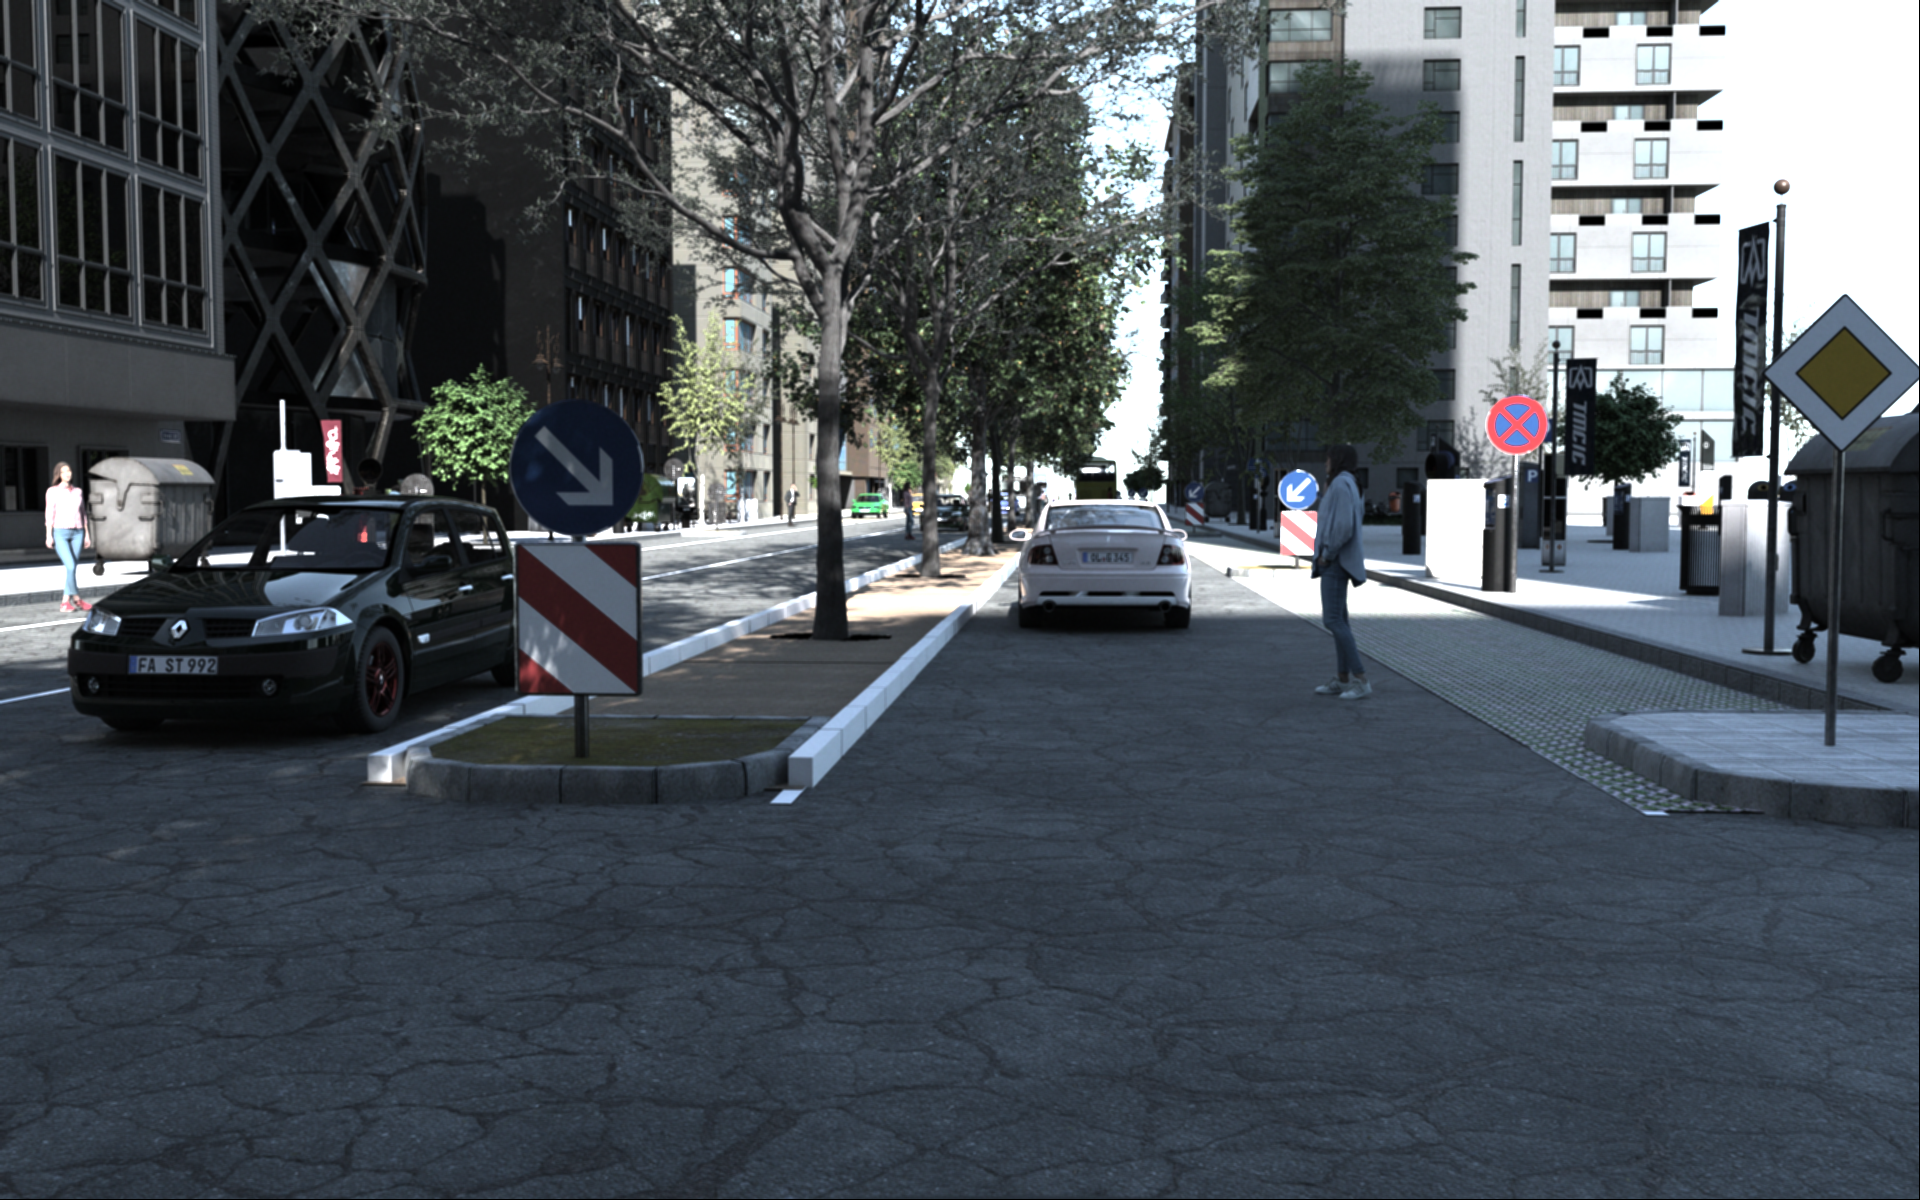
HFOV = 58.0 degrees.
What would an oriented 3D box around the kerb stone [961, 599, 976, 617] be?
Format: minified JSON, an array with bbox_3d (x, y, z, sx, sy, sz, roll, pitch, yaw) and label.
[{"bbox_3d":[0.069,0.125,20.176,0.120,0.150,1.000,0,4,4],"label":"kerb stone"}]

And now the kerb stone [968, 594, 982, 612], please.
[{"bbox_3d":[0.150,0.061,21.195,0.120,0.150,1.000,0,4,4],"label":"kerb stone"}]

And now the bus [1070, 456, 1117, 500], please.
[{"bbox_3d":[8.647,-7.371,112.068,2.896,3.916,12.252,0,4,3],"label":"bus"}]

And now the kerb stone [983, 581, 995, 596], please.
[{"bbox_3d":[0.370,-0.126,24.254,0.120,0.150,1.000,0,4,4],"label":"kerb stone"}]

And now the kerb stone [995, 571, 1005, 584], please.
[{"bbox_3d":[0.594,-0.313,27.311,0.120,0.150,1.000,0,4,4],"label":"kerb stone"}]

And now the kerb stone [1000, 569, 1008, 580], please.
[{"bbox_3d":[0.659,-0.375,28.331,0.120,0.150,1.000,0,4,4],"label":"kerb stone"}]

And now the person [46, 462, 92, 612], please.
[{"bbox_3d":[-10.897,-0.772,21.129,0.388,1.821,0.555,1,4,22],"label":"person"}]

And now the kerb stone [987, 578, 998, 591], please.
[{"bbox_3d":[0.435,-0.186,25.274,0.120,0.150,1.000,0,4,4],"label":"kerb stone"}]

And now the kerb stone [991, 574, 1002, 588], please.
[{"bbox_3d":[0.515,-0.251,26.292,0.120,0.150,1.000,0,4,4],"label":"kerb stone"}]

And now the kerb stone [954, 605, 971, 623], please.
[{"bbox_3d":[-0.002,0.186,19.157,0.120,0.150,1.000,0,4,4],"label":"kerb stone"}]

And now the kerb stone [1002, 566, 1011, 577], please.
[{"bbox_3d":[0.745,-0.438,29.356,0.120,0.150,1.000,0,4,4],"label":"kerb stone"}]

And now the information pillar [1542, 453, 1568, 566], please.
[{"bbox_3d":[10.643,-1.621,30.992,0.304,2.012,0.304,-1,4,-20],"label":"information pillar"}]

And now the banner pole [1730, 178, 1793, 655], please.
[{"bbox_3d":[6.501,-1.472,14.082,0.401,3.779,0.863,0,4,-5],"label":"banner pole"}]

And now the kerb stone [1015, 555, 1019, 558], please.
[{"bbox_3d":[1.109,-0.751,34.476,0.120,0.150,1.000,0,4,4],"label":"kerb stone"}]

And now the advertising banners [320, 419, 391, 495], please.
[{"bbox_3d":[-13.905,-2.706,40.437,2.074,3.025,0.090,0,4,6],"label":"advertising banners"}]

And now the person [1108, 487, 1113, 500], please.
[{"bbox_3d":[8.757,-5.639,100.634,0.705,1.831,1.348,1,4,13],"label":"person"}]

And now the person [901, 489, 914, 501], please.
[{"bbox_3d":[-3.639,-7.204,126.375,1.348,1.812,0.705,1,4,18],"label":"person"}]

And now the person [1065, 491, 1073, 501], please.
[{"bbox_3d":[12.932,-11.895,202.993,1.348,1.822,0.705,-1,4,-10],"label":"person"}]

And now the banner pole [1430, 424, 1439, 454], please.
[{"bbox_3d":[17.145,-4.440,62.616,0.401,3.779,0.863,0,4,-6],"label":"banner pole"}]

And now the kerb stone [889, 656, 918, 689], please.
[{"bbox_3d":[-0.443,0.562,13.027,0.120,0.150,1.000,0,4,4],"label":"kerb stone"}]

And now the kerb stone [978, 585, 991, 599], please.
[{"bbox_3d":[0.291,-0.061,23.235,0.120,0.150,1.000,0,4,4],"label":"kerb stone"}]

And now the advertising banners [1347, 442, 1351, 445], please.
[{"bbox_3d":[13.402,-3.845,59.058,0.090,3.025,2.074,2,4,25],"label":"advertising banners"}]

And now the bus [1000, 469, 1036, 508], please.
[{"bbox_3d":[5.060,-9.415,148.789,2.948,3.499,13.247,0,4,4],"label":"bus"}]

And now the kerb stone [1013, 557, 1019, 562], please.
[{"bbox_3d":[1.026,-0.689,33.454,0.120,0.150,1.000,0,4,4],"label":"kerb stone"}]

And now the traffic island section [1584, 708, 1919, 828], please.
[{"bbox_3d":[4.462,0.821,8.853,2.009,0.180,2.903,0,4,4],"label":"traffic island section"}]

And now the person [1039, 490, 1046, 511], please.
[{"bbox_3d":[6.874,-8.269,144.404,0.721,1.736,1.217,2,4,28],"label":"person"}]

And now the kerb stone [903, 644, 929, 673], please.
[{"bbox_3d":[-0.376,0.498,14.050,0.120,0.150,1.000,0,4,4],"label":"kerb stone"}]

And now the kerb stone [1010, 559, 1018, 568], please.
[{"bbox_3d":[0.954,-0.626,32.430,0.120,0.150,1.000,0,4,4],"label":"kerb stone"}]

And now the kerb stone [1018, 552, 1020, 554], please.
[{"bbox_3d":[1.257,-0.875,36.520,0.120,0.150,1.000,0,4,4],"label":"kerb stone"}]

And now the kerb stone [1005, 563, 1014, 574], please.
[{"bbox_3d":[0.815,-0.501,30.385,0.120,0.150,1.000,0,4,4],"label":"kerb stone"}]

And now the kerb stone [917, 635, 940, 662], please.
[{"bbox_3d":[-0.302,0.440,15.070,0.120,0.150,1.000,0,4,4],"label":"kerb stone"}]

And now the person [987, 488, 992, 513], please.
[{"bbox_3d":[2.260,-7.432,129.643,0.705,1.869,1.348,-1,4,-17],"label":"person"}]

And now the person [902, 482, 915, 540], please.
[{"bbox_3d":[-1.610,-2.801,54.308,0.388,1.821,0.555,0,4,3],"label":"person"}]

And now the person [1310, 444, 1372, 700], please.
[{"bbox_3d":[2.730,-0.219,12.344,0.793,1.790,0.793,-1,4,-17],"label":"person"}]

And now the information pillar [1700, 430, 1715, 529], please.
[{"bbox_3d":[27.203,-4.388,63.093,0.504,3.616,0.183,-1,4,-8],"label":"information pillar"}]

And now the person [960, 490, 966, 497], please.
[{"bbox_3d":[0.165,-6.918,122.274,0.621,1.740,0.551,0,4,-4],"label":"person"}]

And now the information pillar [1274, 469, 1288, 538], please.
[{"bbox_3d":[9.384,-2.822,50.632,0.304,2.012,0.304,-1,4,-13],"label":"information pillar"}]

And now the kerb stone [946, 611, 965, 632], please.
[{"bbox_3d":[-0.073,0.248,18.136,0.120,0.150,1.000,0,4,4],"label":"kerb stone"}]

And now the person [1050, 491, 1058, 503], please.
[{"bbox_3d":[9.324,-9.954,172.183,0.756,1.711,0.436,1,4,19],"label":"person"}]

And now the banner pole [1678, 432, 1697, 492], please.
[{"bbox_3d":[29.311,-4.874,69.705,0.401,3.779,0.863,-3,5,-41],"label":"banner pole"}]

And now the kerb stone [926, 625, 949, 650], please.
[{"bbox_3d":[-0.229,0.373,16.089,0.120,0.150,1.000,0,4,4],"label":"kerb stone"}]

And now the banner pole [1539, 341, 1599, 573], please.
[{"bbox_3d":[9.934,-2.339,28.255,0.863,3.779,0.401,2,4,25],"label":"banner pole"}]

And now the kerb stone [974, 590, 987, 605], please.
[{"bbox_3d":[0.219,0.005,22.216,0.120,0.150,1.000,0,4,4],"label":"kerb stone"}]

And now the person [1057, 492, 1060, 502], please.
[{"bbox_3d":[13.435,-13.765,234.345,0.721,1.735,1.217,0,4,-5],"label":"person"}]

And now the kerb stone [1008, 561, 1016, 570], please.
[{"bbox_3d":[0.887,-0.564,31.410,0.120,0.150,1.000,0,4,4],"label":"kerb stone"}]

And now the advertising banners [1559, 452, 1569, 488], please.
[{"bbox_3d":[24.180,-4.609,71.552,2.074,3.025,0.090,2,4,31],"label":"advertising banners"}]

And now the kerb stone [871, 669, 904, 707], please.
[{"bbox_3d":[-0.517,0.624,12.005,0.120,0.150,1.000,0,4,4],"label":"kerb stone"}]

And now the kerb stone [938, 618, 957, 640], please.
[{"bbox_3d":[-0.154,0.311,17.116,0.120,0.150,1.000,0,4,4],"label":"kerb stone"}]

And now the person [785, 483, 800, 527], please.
[{"bbox_3d":[-7.418,-4.216,76.793,0.474,1.900,0.648,2,4,32],"label":"person"}]
